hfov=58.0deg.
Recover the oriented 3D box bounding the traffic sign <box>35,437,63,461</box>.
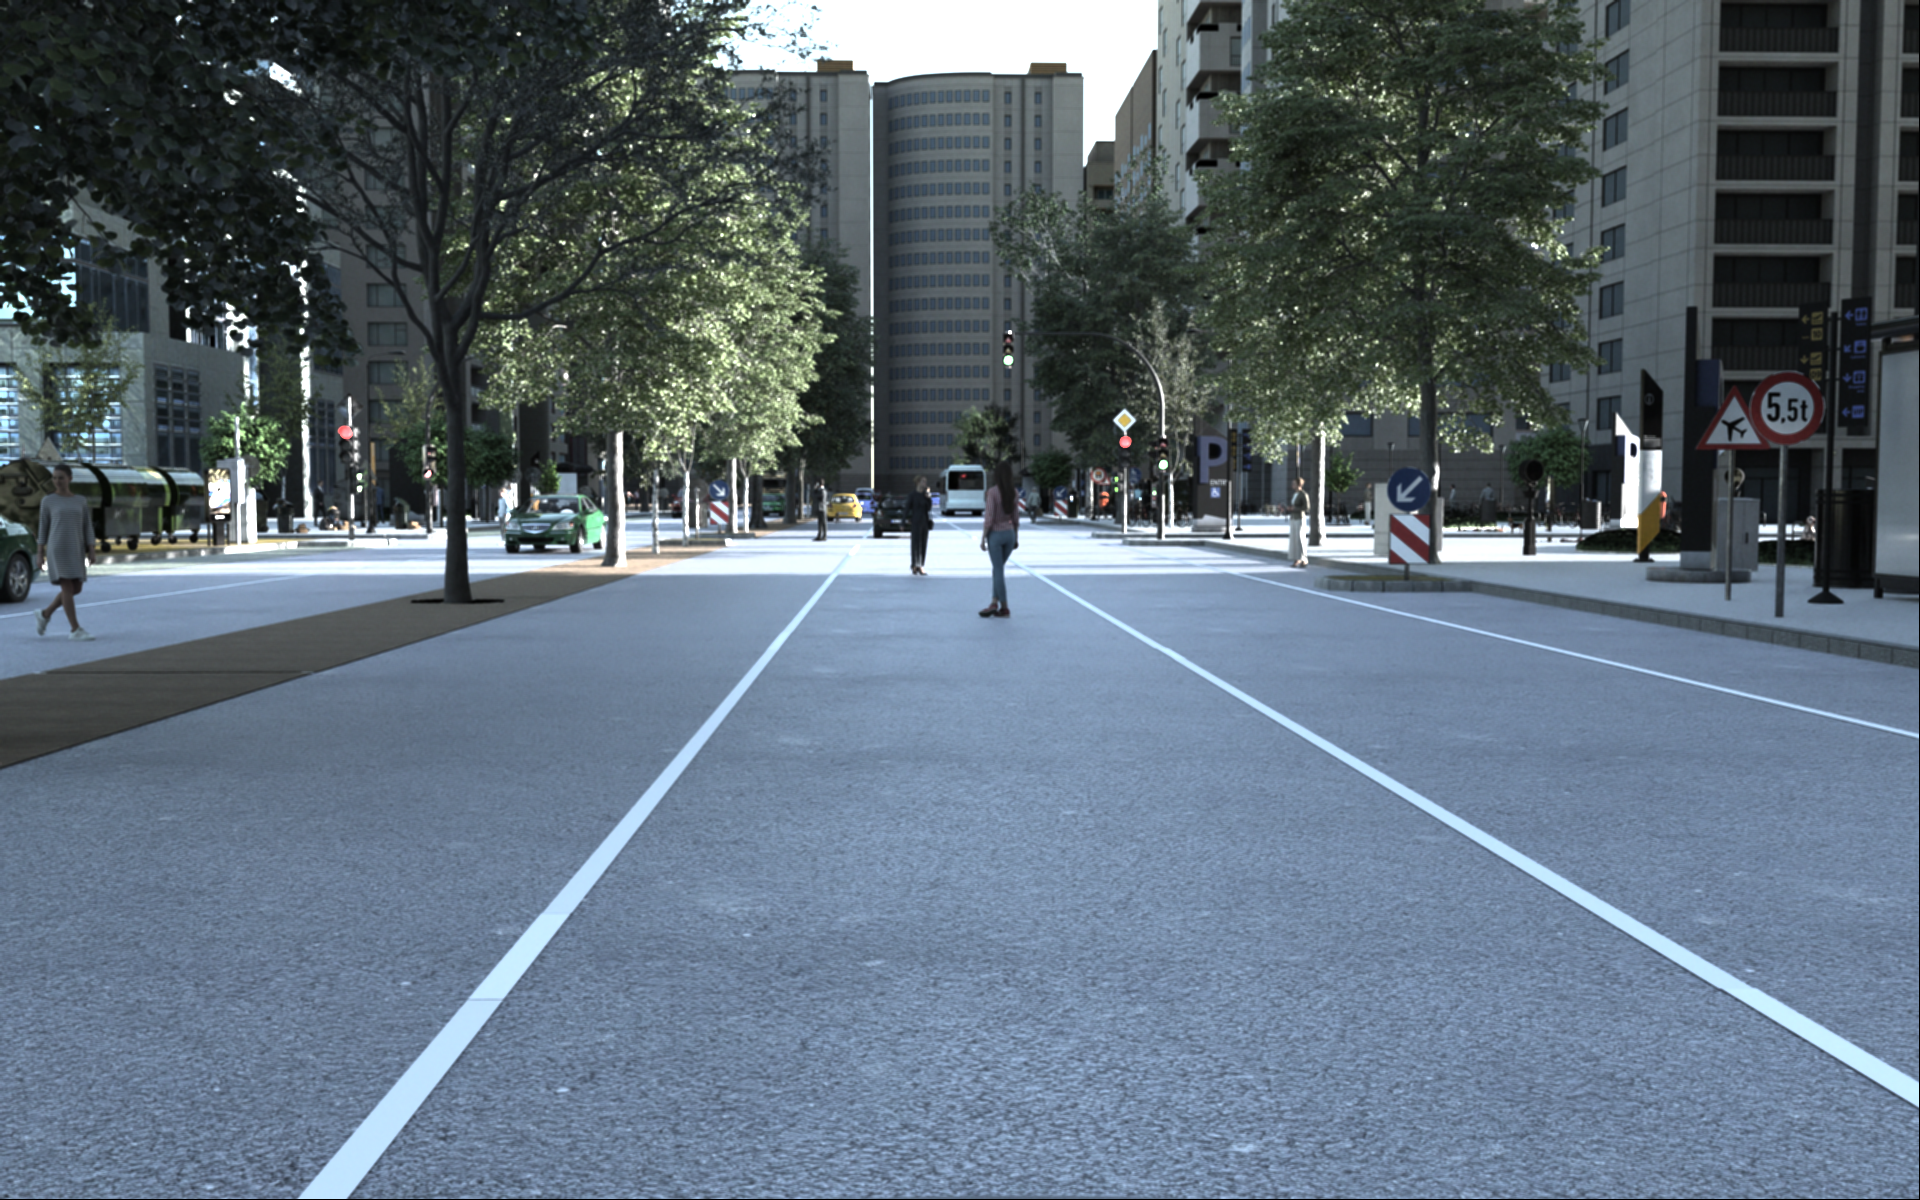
[{"bbox_3d":[-20.664,-2.402,39.282,0.884,2.594,0.081,0,4,-1],"label":"traffic sign"}]

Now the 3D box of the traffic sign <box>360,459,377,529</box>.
[{"bbox_3d":[-22.055,-3.929,64.249,0.884,2.594,0.081,0,4,0],"label":"traffic sign"}]

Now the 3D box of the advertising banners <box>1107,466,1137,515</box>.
[{"bbox_3d":[10.027,-6.794,107.263,2.074,3.025,0.090,2,4,32],"label":"advertising banners"}]

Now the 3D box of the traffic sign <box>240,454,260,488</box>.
[{"bbox_3d":[-22.812,-3.389,55.508,0.768,2.556,0.104,0,4,0],"label":"traffic sign"}]

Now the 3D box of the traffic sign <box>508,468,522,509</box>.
[{"bbox_3d":[-21.455,-5.090,83.334,0.768,2.556,0.104,0,4,-1],"label":"traffic sign"}]

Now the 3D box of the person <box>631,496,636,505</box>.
[{"bbox_3d":[-36.754,-11.407,195.766,0.991,1.433,0.599,1,4,16],"label":"person"}]

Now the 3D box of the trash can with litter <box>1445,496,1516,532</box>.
[{"bbox_3d":[17.776,-2.953,59.337,2.233,1.210,1.678,3,5,39],"label":"trash can with litter"}]

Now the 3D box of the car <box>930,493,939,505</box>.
[{"bbox_3d":[-2.810,-11.341,195.016,1.945,1.707,3.694,0,4,-1],"label":"car"}]

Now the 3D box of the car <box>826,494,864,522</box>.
[{"bbox_3d":[-6.063,-4.931,90.840,2.015,1.641,3.980,0,4,-1],"label":"car"}]

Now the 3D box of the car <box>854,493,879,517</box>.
[{"bbox_3d":[-6.167,-6.168,110.432,1.945,1.707,3.694,0,4,0],"label":"car"}]

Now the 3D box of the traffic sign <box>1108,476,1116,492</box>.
[{"bbox_3d":[9.704,-6.657,108.948,0.768,2.556,0.104,0,4,7],"label":"traffic sign"}]

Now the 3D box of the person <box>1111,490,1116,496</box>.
[{"bbox_3d":[18.028,-12.195,206.248,1.217,1.723,0.721,1,4,12],"label":"person"}]

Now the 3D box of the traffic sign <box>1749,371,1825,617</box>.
[{"bbox_3d":[8.556,-1.095,18.010,0.768,2.556,0.104,0,4,2],"label":"traffic sign"}]

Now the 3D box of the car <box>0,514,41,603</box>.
[{"bbox_3d":[-13.278,-0.593,21.489,2.131,1.459,4.920,0,4,-2],"label":"car"}]

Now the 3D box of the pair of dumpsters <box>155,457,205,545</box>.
[{"bbox_3d":[-20.607,-2.522,43.725,1.574,2.255,4.437,0,4,-2],"label":"pair of dumpsters"}]

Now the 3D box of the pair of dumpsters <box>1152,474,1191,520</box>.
[{"bbox_3d":[10.331,-5.075,85.462,1.574,2.255,4.437,0,4,-2],"label":"pair of dumpsters"}]

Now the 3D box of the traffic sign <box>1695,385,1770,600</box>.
[{"bbox_3d":[9.271,-1.274,20.837,0.884,2.594,0.081,0,4,1],"label":"traffic sign"}]

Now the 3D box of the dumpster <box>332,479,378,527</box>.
[{"bbox_3d":[-23.505,-3.763,67.281,1.264,1.857,1.865,0,4,-2],"label":"dumpster"}]

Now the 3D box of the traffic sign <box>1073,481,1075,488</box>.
[{"bbox_3d":[8.674,-7.746,128.771,0.606,2.300,0.079,0,4,-1],"label":"traffic sign"}]

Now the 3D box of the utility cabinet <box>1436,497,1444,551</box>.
[{"bbox_3d":[10.628,-1.720,39.276,0.306,1.237,1.020,0,4,-8],"label":"utility cabinet"}]

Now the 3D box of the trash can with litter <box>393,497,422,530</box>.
[{"bbox_3d":[-19.963,-3.132,62.601,1.055,1.170,0.624,1,4,19],"label":"trash can with litter"}]

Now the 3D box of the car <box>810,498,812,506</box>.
[{"bbox_3d":[-15.418,-10.961,189.443,2.015,1.641,3.980,0,4,-3],"label":"car"}]

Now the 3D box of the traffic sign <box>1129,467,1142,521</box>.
[{"bbox_3d":[8.246,-5.029,82.333,0.768,2.556,0.104,0,4,-1],"label":"traffic sign"}]

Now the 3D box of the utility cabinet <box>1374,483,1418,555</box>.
[{"bbox_3d":[8.970,-1.642,35.524,0.318,1.500,1.173,-1,4,-21],"label":"utility cabinet"}]

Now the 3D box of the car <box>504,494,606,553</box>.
[{"bbox_3d":[-10.182,-1.956,43.787,2.131,1.459,4.920,0,4,-1],"label":"car"}]

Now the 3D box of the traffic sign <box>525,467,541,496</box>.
[{"bbox_3d":[-19.980,-4.951,81.061,0.768,2.556,0.104,0,4,-2],"label":"traffic sign"}]

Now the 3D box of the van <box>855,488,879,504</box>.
[{"bbox_3d":[-6.800,-7.175,124.325,2.013,2.044,4.112,0,4,-2],"label":"van"}]

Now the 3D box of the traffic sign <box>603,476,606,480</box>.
[{"bbox_3d":[-23.119,-6.955,113.815,0.768,2.556,0.104,0,4,4],"label":"traffic sign"}]

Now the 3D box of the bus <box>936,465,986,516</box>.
[{"bbox_3d":[0.071,-7.452,116.695,2.948,3.499,13.247,0,4,-3],"label":"bus"}]

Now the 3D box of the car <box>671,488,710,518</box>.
[{"bbox_3d":[-16.249,-5.878,104.774,2.281,1.827,5.304,0,4,-4],"label":"car"}]

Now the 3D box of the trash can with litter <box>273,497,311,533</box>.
[{"bbox_3d":[-21.876,-2.772,56.706,1.055,1.170,0.624,-3,5,-43],"label":"trash can with litter"}]

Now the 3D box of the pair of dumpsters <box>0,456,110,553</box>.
[{"bbox_3d":[-19.241,-2.141,37.497,1.574,2.255,4.437,0,4,-2],"label":"pair of dumpsters"}]

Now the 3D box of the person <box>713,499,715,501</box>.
[{"bbox_3d":[-25.384,-10.548,179.212,0.721,1.736,1.217,0,4,4],"label":"person"}]

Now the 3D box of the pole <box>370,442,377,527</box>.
[{"bbox_3d":[-23.152,-4.554,68.299,0.158,3.312,0.155,0,3,0],"label":"pole"}]

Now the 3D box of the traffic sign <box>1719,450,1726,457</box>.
[{"bbox_3d":[11.713,-1.659,26.860,0.795,2.593,0.064,0,4,5],"label":"traffic sign"}]

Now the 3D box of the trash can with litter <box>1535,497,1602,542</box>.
[{"bbox_3d":[16.438,-2.155,46.292,2.233,1.210,1.678,1,4,9],"label":"trash can with litter"}]

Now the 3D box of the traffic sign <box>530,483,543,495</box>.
[{"bbox_3d":[-23.943,-5.888,98.399,0.606,2.300,0.079,0,4,2],"label":"traffic sign"}]

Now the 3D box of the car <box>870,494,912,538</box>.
[{"bbox_3d":[-1.993,-2.926,57.623,2.009,1.686,4.222,0,4,-1],"label":"car"}]

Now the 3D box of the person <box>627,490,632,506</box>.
[{"bbox_3d":[-37.074,-11.414,193.369,0.721,1.736,1.217,3,5,42],"label":"person"}]

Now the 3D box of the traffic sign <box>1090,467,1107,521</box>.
[{"bbox_3d":[6.507,-4.975,81.450,0.768,2.556,0.104,0,4,2],"label":"traffic sign"}]

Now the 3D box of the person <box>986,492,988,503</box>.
[{"bbox_3d":[2.918,-11.891,200.430,1.348,1.831,0.705,0,4,1],"label":"person"}]

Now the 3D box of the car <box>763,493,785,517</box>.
[{"bbox_3d":[-12.146,-6.240,110.812,1.959,1.807,4.718,0,4,-3],"label":"car"}]

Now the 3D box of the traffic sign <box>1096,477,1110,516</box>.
[{"bbox_3d":[8.425,-6.207,101.488,0.884,2.594,0.081,0,4,1],"label":"traffic sign"}]

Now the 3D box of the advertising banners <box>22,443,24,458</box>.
[{"bbox_3d":[-31.969,-3.858,59.261,0.090,3.025,2.074,-2,4,-30],"label":"advertising banners"}]

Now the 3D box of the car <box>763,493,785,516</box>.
[{"bbox_3d":[-12.248,-6.549,115.877,1.959,1.807,4.718,0,4,-2],"label":"car"}]

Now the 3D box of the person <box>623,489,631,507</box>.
[{"bbox_3d":[-33.001,-10.046,171.029,1.217,1.736,0.721,-2,4,-32],"label":"person"}]

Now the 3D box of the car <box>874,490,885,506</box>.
[{"bbox_3d":[-8.327,-9.661,166.636,2.281,1.827,5.304,0,4,-2],"label":"car"}]

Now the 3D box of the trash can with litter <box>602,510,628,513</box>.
[{"bbox_3d":[-23.892,-6.690,120.446,2.233,1.210,1.678,0,4,3],"label":"trash can with litter"}]

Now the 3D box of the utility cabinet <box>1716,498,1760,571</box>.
[{"bbox_3d":[12.825,-1.077,28.767,1.020,1.237,0.306,-2,4,-28],"label":"utility cabinet"}]
